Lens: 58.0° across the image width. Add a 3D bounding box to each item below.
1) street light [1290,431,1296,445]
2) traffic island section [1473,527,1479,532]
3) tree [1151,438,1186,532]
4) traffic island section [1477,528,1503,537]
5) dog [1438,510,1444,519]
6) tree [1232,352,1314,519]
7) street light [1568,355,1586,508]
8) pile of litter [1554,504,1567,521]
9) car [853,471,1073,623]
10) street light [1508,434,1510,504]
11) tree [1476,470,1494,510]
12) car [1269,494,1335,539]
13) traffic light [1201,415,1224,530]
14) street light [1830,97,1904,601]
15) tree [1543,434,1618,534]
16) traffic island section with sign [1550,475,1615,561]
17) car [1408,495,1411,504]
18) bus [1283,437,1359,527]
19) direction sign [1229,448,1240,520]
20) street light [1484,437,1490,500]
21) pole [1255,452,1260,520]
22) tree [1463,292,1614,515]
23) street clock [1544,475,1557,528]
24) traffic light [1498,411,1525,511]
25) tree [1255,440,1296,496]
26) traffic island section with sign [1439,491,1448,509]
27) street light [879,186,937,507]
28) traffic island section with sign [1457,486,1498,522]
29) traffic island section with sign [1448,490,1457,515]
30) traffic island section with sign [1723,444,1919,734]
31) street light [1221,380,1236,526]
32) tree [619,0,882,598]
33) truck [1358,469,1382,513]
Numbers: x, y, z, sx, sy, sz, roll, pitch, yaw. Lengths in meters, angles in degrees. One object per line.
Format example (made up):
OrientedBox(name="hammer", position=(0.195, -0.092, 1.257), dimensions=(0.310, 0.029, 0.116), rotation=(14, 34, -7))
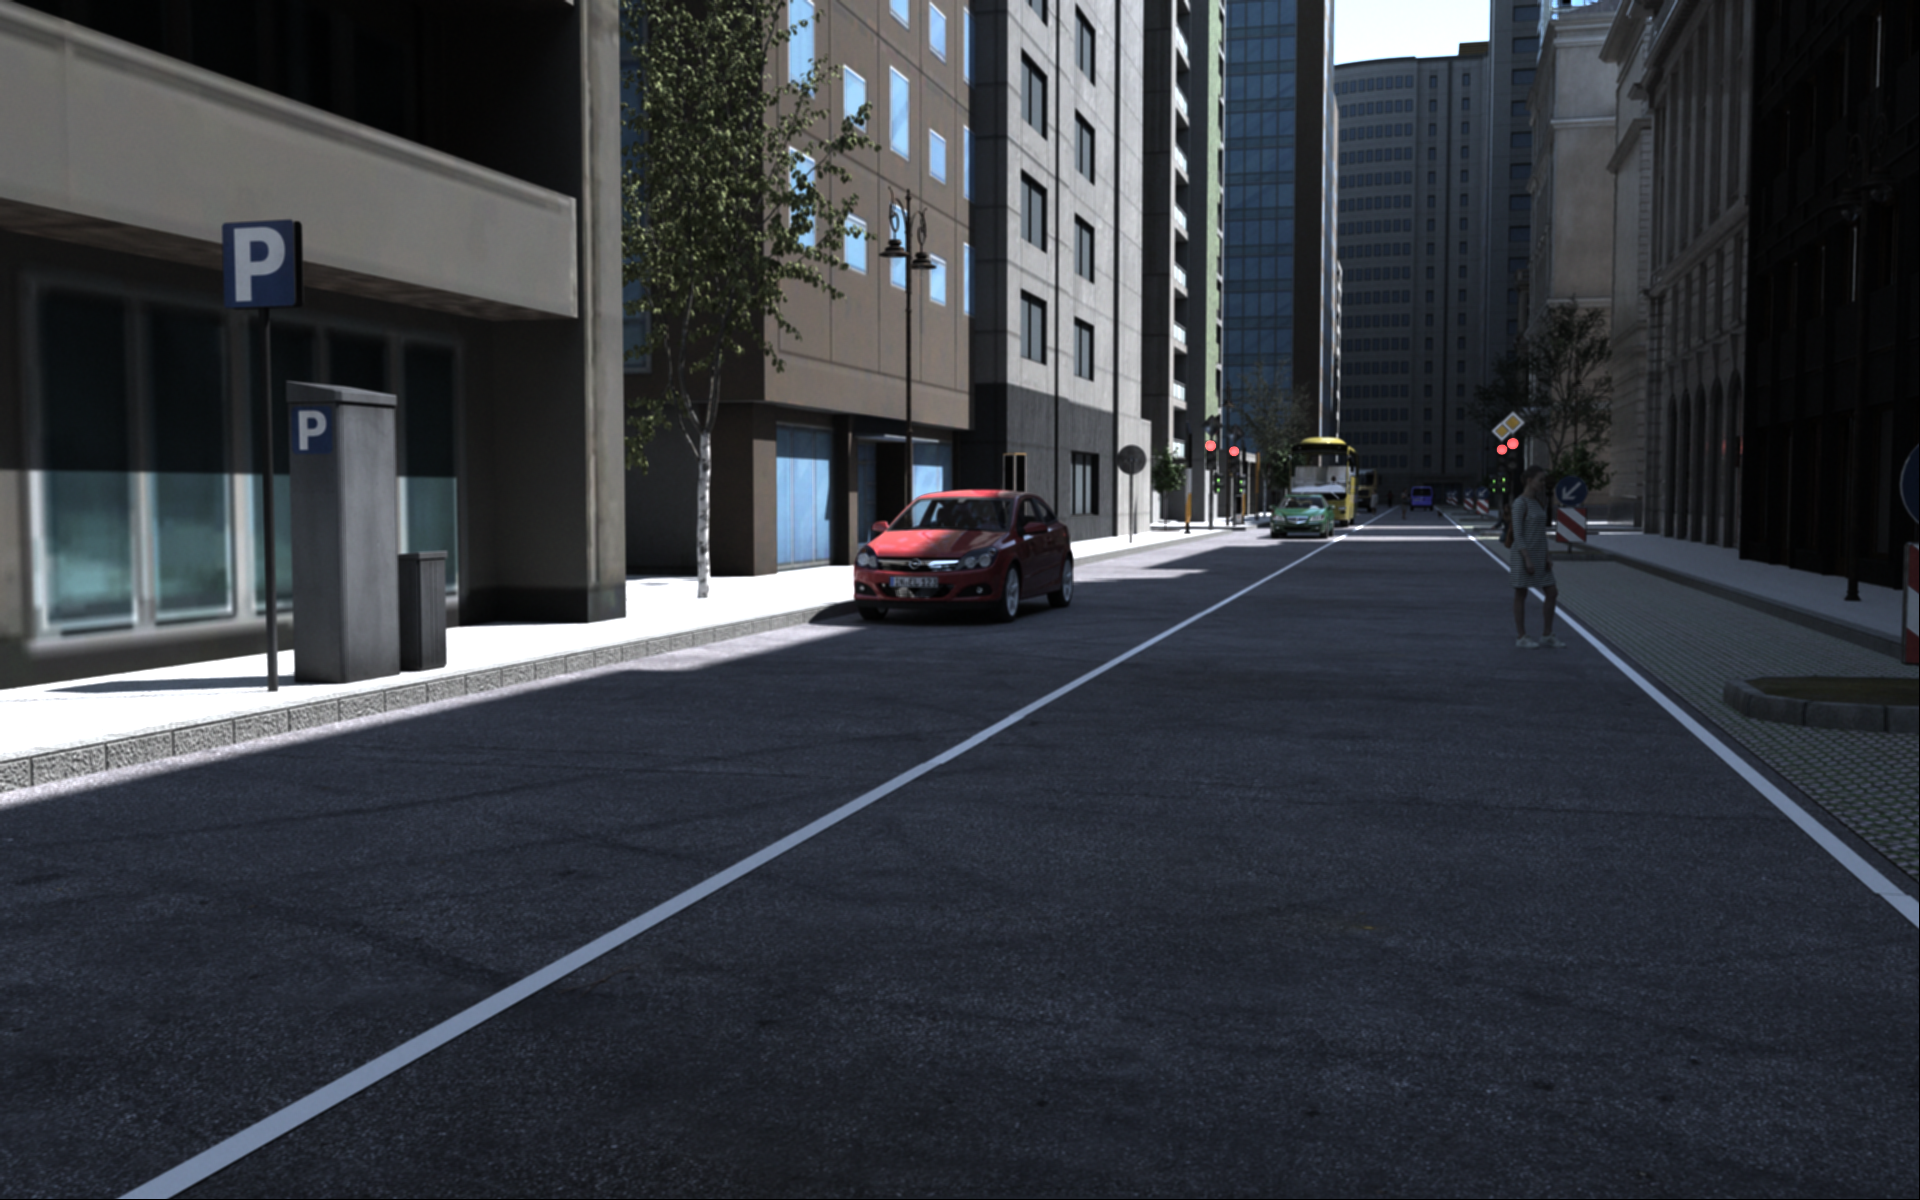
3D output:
OrientedBox(name="street light", position=(20.548, -8.205, 106.946), dimensions=(0.468, 5.910, 1.993), rotation=(1, 4, 15))
OrientedBox(name="traffic island section", position=(20.773, -2.707, 66.532), dimensions=(2.009, 0.180, 2.903), rotation=(1, 4, 15))
OrientedBox(name="tree", position=(7.121, -3.973, 59.565), dimensions=(1.663, 3.219, 1.824), rotation=(0, 3, 0))
OrientedBox(name="traffic island section", position=(18.723, -2.234, 58.814), dimensions=(2.009, 0.180, 2.903), rotation=(1, 4, 15))
OrientedBox(name="dog", position=(27.605, -4.907, 99.519), dimensions=(0.540, 0.507, 0.406), rotation=(3, 5, 42))
OrientedBox(name="tree", position=(16.167, -8.557, 90.275), dimensions=(4.360, 8.622, 3.978), rotation=(0, 3, 0))
OrientedBox(name="street light", position=(20.563, -5.202, 57.839), dimensions=(0.468, 5.910, 1.993), rotation=(1, 4, 15))
OrientedBox(name="pile of litter", position=(28.921, -4.189, 82.449), dimensions=(1.176, 0.858, 1.719), rotation=(1, 4, 14))
OrientedBox(name="car", position=(0.119, -0.719, 20.804), dimensions=(2.155, 1.783, 4.494), rotation=(1, 4, 16))
OrientedBox(name="street light", position=(32.063, -7.844, 101.041), dimensions=(0.468, 5.910, 1.993), rotation=(1, 4, 15))
OrientedBox(name="tree", position=(42.884, -8.961, 141.115), dimensions=(1.663, 3.219, 1.824), rotation=(0, 3, 0))
OrientedBox(name="car", position=(11.366, -2.785, 57.333), dimensions=(2.131, 1.459, 4.920), rotation=(1, 4, 16))
OrientedBox(name="traffic light", position=(8.909, -4.426, 61.281), dimensions=(0.839, 4.253, 0.868), rotation=(1, 4, 15))
OrientedBox(name="street light", position=(10.756, -2.930, 20.693), dimensions=(0.468, 5.910, 1.993), rotation=(1, 4, 15))
OrientedBox(name="tree", position=(19.932, -3.729, 55.572), dimensions=(1.663, 3.219, 1.824), rotation=(0, 3, 0))
OrientedBox(name="traffic island section with sign", position=(13.150, -1.783, 37.781), dimensions=(1.989, 1.847, 2.006), rotation=(1, 4, 15))
OrientedBox(name="car", position=(55.586, -12.306, 213.208), dimensions=(2.014, 1.417, 4.499), rotation=(1, 4, 17))
OrientedBox(name="bus", position=(16.529, -5.306, 78.292), dimensions=(2.896, 3.916, 12.252), rotation=(1, 4, 15))
OrientedBox(name="direction sign", position=(13.358, -5.660, 84.536), dimensions=(0.876, 3.537, 0.379), rotation=(-3, 5, -42))
OrientedBox(name="street light", position=(41.911, -10.095, 137.846), dimensions=(0.468, 5.910, 1.993), rotation=(1, 4, 15))
OrientedBox(name="pole", position=(14.543, -5.558, 84.720), dimensions=(0.158, 3.312, 0.155), rotation=(0, 3, 0))
OrientedBox(name="tree", position=(27.772, -8.961, 80.918), dimensions=(8.767, 10.594, 7.601), rotation=(0, 4, -7))
OrientedBox(name="street clock", position=(22.617, -3.785, 66.461), dimensions=(0.471, 2.002, 0.358), rotation=(0, 4, 6))
OrientedBox(name="traffic light", position=(18.687, -4.268, 58.710), dimensions=(0.839, 4.253, 0.868), rotation=(1, 4, 15))
OrientedBox(name="tree", position=(18.850, -7.146, 100.547), dimensions=(4.285, 4.588, 4.351), rotation=(0, 3, 0))
OrientedBox(name="traffic island section with sign", position=(47.105, -9.600, 165.592), dimensions=(1.989, 1.847, 2.006), rotation=(1, 4, 15))
OrientedBox(name="street light", position=(-0.781, -3.279, 26.398), dimensions=(0.468, 5.910, 1.993), rotation=(1, 4, 15))
OrientedBox(name="traffic island section with sign", position=(27.103, -4.996, 90.308), dimensions=(1.989, 1.847, 2.006), rotation=(1, 4, 15))
OrientedBox(name="traffic island section with sign", position=(34.039, -6.589, 116.359), dimensions=(1.989, 1.847, 2.006), rotation=(1, 4, 15))
OrientedBox(name="traffic island section with sign", position=(6.087, -0.155, 11.159), dimensions=(1.989, 1.847, 2.006), rotation=(1, 4, 15))
OrientedBox(name="street light", position=(10.856, -5.952, 70.099), dimensions=(0.468, 5.910, 1.993), rotation=(1, 4, 15))
OrientedBox(name="tree", position=(-3.104, -4.341, 21.343), dimensions=(4.737, 8.622, 4.395), rotation=(0, 3, 0))
OrientedBox(name="truck", position=(31.567, -8.617, 136.805), dimensions=(3.469, 3.379, 9.791), rotation=(1, 4, 14))
